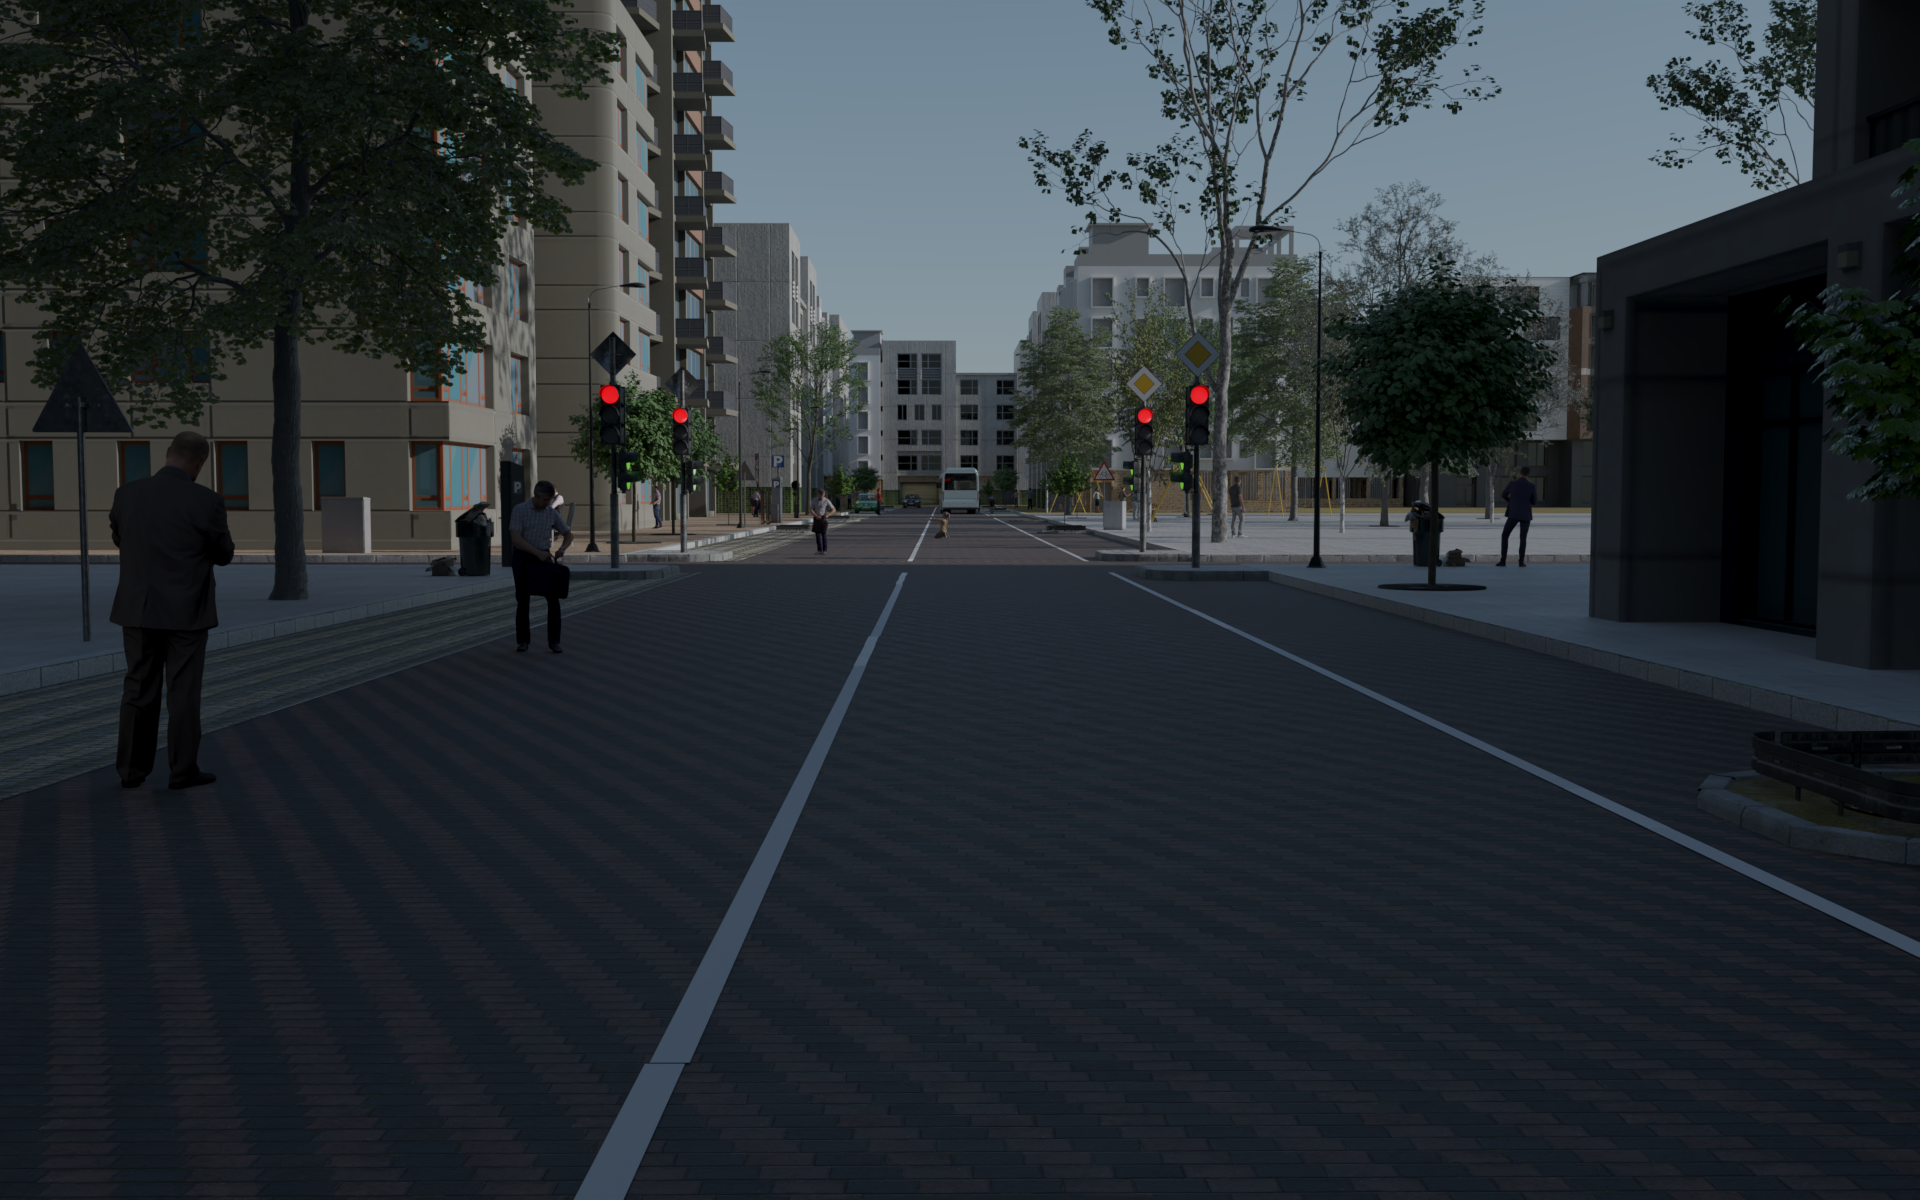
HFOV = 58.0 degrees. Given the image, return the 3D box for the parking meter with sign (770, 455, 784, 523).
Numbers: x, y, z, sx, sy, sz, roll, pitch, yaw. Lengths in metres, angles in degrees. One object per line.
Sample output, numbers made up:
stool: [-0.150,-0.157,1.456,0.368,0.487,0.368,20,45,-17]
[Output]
parking meter with sign: [-8.171,-4.944,77.091,0.543,3.016,1.738,0,4,0]

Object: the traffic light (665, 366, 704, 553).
traffic light: [-6.051,-2.998,37.935,0.839,4.253,0.868,0,4,-1]

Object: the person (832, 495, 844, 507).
person: [-9.936,-8.312,142.046,1.348,1.812,0.705,3,5,42]

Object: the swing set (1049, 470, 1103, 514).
swing set: [7.764,-6.988,111.866,2.862,2.851,3.119,-2,4,-29]

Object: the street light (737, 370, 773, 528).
street light: [-7.697,-5.648,64.892,1.470,5.913,1.316,0,4,-1]

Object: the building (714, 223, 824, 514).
building: [-19.644,-16.053,128.928,16.747,18.905,31.486,0,4,-1]

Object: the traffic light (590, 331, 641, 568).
traffic light: [-5.971,-2.509,29.951,0.839,4.253,0.868,0,4,-1]

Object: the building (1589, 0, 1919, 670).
building: [16.882,-34.710,5.765,20.563,71.187,20.611,0,4,-1]

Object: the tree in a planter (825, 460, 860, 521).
tree in a planter: [-6.293,-5.745,91.158,1.991,3.239,1.994,0,4,-1]

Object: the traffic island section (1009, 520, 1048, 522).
traffic island section: [3.527,-4.099,89.877,1.991,0.108,1.994,0,4,-1]

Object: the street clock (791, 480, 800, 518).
street clock: [-8.753,-5.359,92.194,0.471,2.002,0.358,0,4,-8]

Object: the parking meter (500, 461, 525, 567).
parking meter: [-7.888,-1.521,30.574,0.255,1.863,0.399,2,4,30]

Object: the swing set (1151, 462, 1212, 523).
swing set: [8.662,-4.223,66.667,2.862,2.851,3.119,0,4,6]

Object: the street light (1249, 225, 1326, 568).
street light: [5.683,-3.519,30.070,1.470,5.913,1.316,0,4,-1]

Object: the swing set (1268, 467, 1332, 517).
swing set: [19.288,-6.199,98.973,3.119,2.851,2.862,0,4,-7]

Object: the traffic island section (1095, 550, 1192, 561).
traffic island section: [4.050,-0.972,38.166,2.009,0.180,2.903,0,4,-1]

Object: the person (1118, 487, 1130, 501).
person: [11.260,-6.840,118.413,0.750,1.759,0.617,-1,4,-22]

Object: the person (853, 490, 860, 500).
person: [-9.410,-9.296,158.037,0.705,1.824,1.348,-2,4,-32]

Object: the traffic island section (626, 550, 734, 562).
traffic island section: [-6.091,-0.966,38.070,2.009,0.180,2.903,0,4,-1]

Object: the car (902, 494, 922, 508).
car: [-4.899,-10.197,176.508,2.009,1.686,4.222,0,4,1]

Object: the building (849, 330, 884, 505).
building: [-14.662,-21.392,206.177,11.380,20.091,16.016,0,4,-1]

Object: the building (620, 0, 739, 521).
building: [-23.661,-26.661,90.529,22.147,44.769,28.867,0,4,-1]

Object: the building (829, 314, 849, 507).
building: [-27.672,-19.109,178.891,31.486,18.905,16.747,0,4,-1]

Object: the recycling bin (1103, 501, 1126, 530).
recycling bin: [5.553,-3.033,62.136,0.722,1.027,0.722,1,4,14]

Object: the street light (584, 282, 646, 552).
street light: [-7.583,-4.011,38.115,1.470,5.913,1.316,0,4,-1]

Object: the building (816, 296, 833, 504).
building: [-19.969,-18.756,163.079,16.016,20.091,11.380,0,4,-1]

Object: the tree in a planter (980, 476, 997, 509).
tree in a planter: [2.751,-10.380,166.939,1.991,3.239,1.994,0,4,-1]

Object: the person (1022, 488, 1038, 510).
person: [5.811,-8.423,143.740,1.348,1.826,0.705,0,4,-5]

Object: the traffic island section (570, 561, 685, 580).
traffic island section: [-6.011,-0.477,30.085,2.009,0.180,2.903,0,4,-1]

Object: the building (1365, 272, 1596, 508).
building: [60.693,-20.164,173.648,32.646,21.610,27.936,0,4,-1]

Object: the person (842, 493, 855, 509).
person: [-9.324,-8.555,145.898,1.348,1.826,0.705,2,4,34]

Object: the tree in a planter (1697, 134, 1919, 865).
tree in a planter: [4.360,-0.624,7.430,1.991,3.239,1.994,0,4,-1]

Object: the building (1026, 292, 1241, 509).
building: [15.464,-17.970,160.262,16.747,18.905,31.486,0,4,-1]

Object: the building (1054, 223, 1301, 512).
building: [15.495,-16.528,126.653,16.016,20.091,11.380,0,4,-1]

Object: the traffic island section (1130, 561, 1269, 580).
traffic island section: [4.130,-0.483,30.181,2.009,0.180,2.903,0,4,-1]

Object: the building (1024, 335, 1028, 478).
building: [14.844,-19.914,182.005,16.016,20.091,11.380,0,4,-1]

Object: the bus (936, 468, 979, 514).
bus: [-0.176,-8.159,128.263,2.948,3.499,13.247,0,4,-2]

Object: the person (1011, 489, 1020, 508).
person: [5.297,-9.626,164.140,0.721,1.736,1.217,-3,5,-40]

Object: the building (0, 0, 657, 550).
building: [-25.628,-12.740,53.332,27.650,21.520,28.899,0,4,-1]

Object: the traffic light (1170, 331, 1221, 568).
traffic light: [4.090,-2.517,30.067,0.839,4.253,0.868,0,4,-1]

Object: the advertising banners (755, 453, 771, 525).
advertising banners: [-8.387,-4.734,73.585,0.090,3.025,2.074,-2,4,-24]

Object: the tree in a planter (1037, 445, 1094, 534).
tree in a planter: [3.800,-4.007,62.738,1.991,3.239,1.994,0,4,-1]

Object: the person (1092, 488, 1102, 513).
person: [9.463,-6.840,118.660,0.721,1.735,1.217,3,5,43]

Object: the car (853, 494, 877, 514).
car: [-6.803,-7.221,126.862,1.959,1.807,4.718,0,4,-1]

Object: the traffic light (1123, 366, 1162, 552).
traffic light: [4.010,-3.005,38.051,0.839,4.253,0.868,0,4,-1]

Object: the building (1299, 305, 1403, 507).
building: [38.621,-19.758,179.458,11.380,20.091,16.016,0,4,-1]

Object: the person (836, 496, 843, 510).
person: [-9.846,-8.157,140.124,0.721,1.736,1.217,-3,5,-39]

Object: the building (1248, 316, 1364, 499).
building: [39.118,-22.571,213.013,32.646,21.610,27.936,0,4,-1]

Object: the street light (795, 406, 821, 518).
street light: [-8.000,-7.255,91.168,1.470,5.913,1.316,0,4,-1]

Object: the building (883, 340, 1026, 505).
building: [6.770,-20.884,207.904,31.486,18.905,16.747,0,4,-1]
